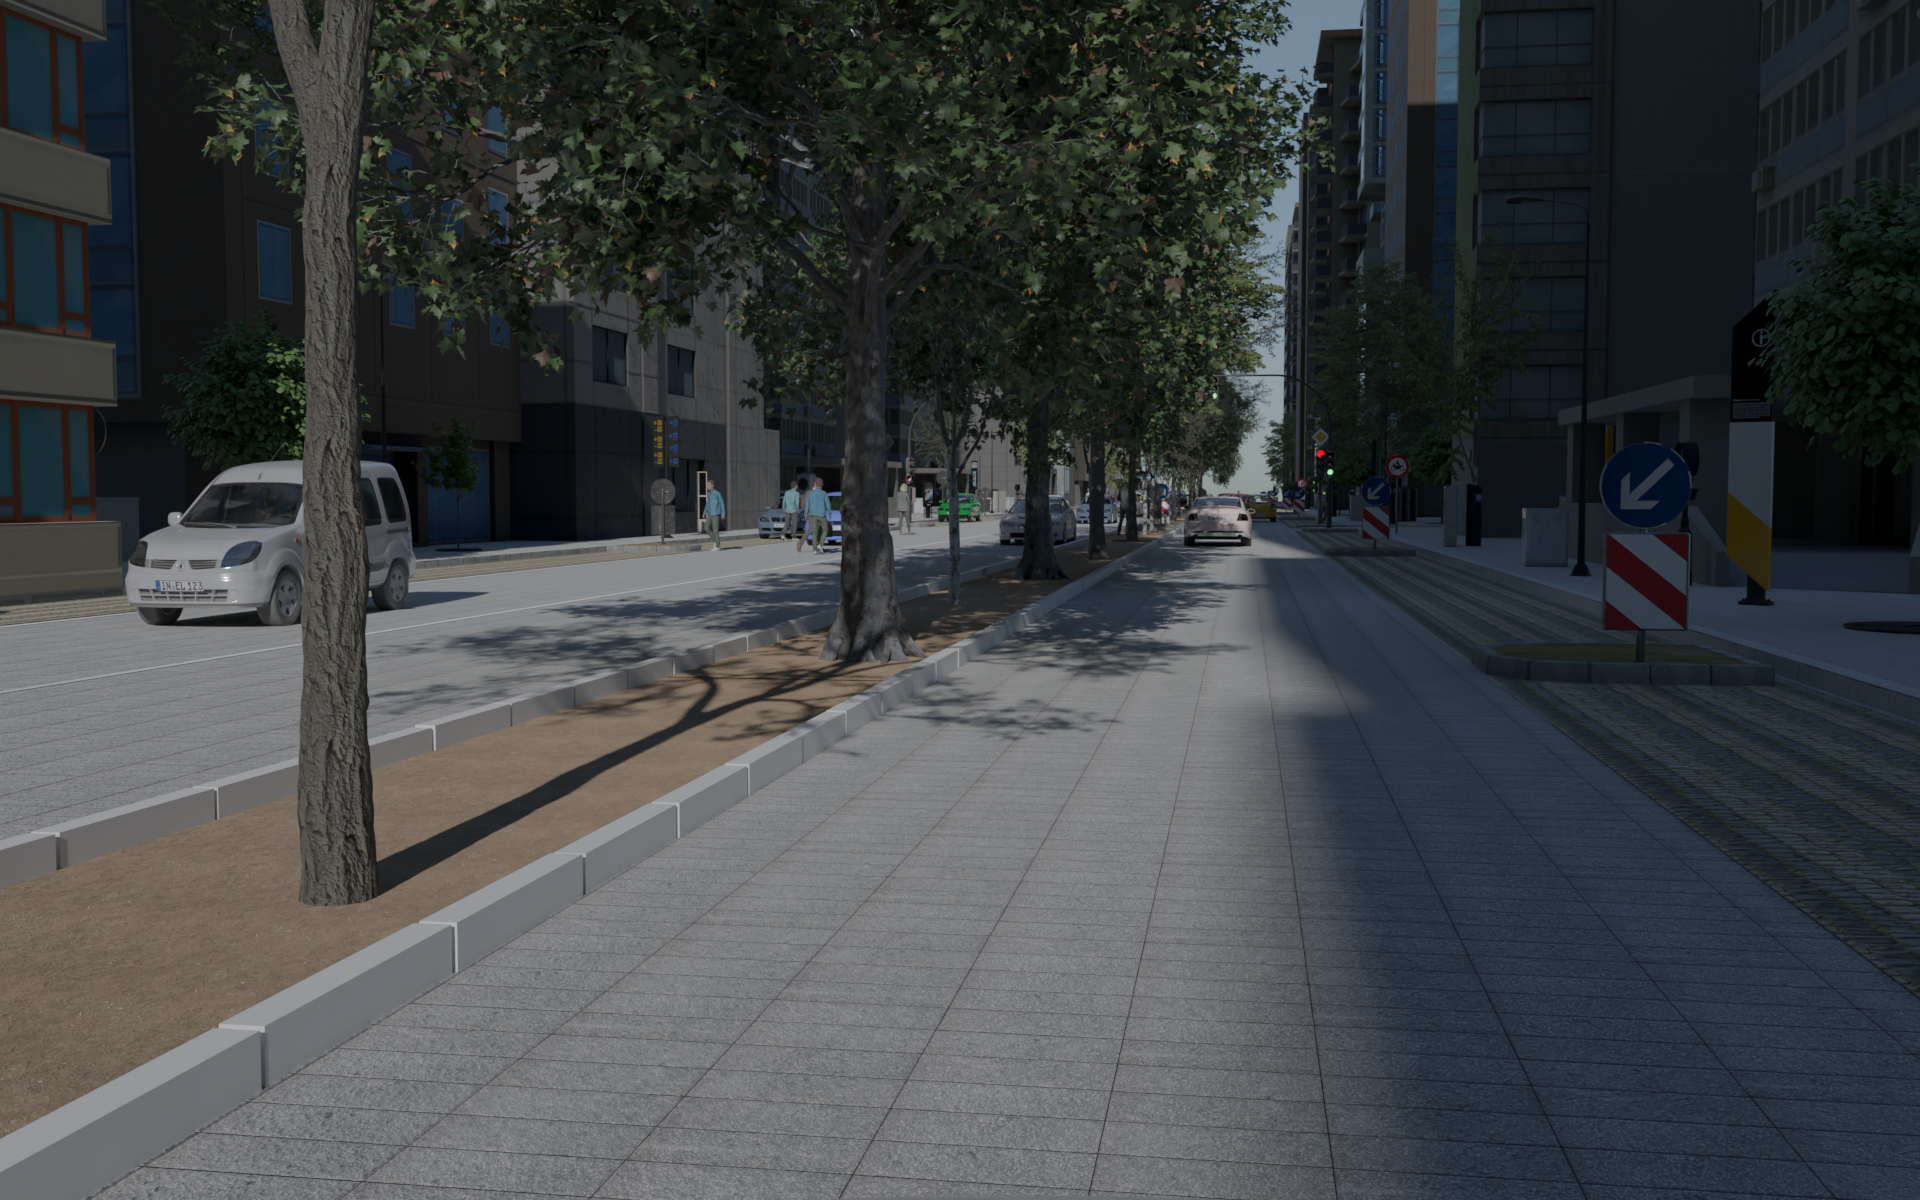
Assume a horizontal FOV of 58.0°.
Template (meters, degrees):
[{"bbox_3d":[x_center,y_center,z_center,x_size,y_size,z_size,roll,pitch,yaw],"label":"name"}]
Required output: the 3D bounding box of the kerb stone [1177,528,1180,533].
[{"bbox_3d":[7.625,-2.392,61.375,0.120,0.150,1.000,1,4,9],"label":"kerb stone"}]

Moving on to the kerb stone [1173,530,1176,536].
[{"bbox_3d":[6.971,-2.149,57.334,0.120,0.150,1.000,1,4,9],"label":"kerb stone"}]

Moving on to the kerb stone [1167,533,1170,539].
[{"bbox_3d":[6.300,-1.901,53.277,0.120,0.150,1.000,1,4,9],"label":"kerb stone"}]

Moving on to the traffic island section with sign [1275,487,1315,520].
[{"bbox_3d":[18.540,-5.309,95.428,1.989,1.847,2.006,1,4,9],"label":"traffic island section with sign"}]

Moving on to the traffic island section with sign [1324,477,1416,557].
[{"bbox_3d":[9.550,-1.949,40.495,1.989,1.847,2.006,1,4,9],"label":"traffic island section with sign"}]

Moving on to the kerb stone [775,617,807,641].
[{"bbox_3d":[-1.731,0.307,17.176,0.120,0.150,1.000,1,4,9],"label":"kerb stone"}]

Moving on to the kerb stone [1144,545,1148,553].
[{"bbox_3d":[4.314,-1.157,41.118,0.120,0.150,1.000,1,4,9],"label":"kerb stone"}]

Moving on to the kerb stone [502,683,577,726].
[{"bbox_3d":[-2.724,0.678,11.114,0.120,0.150,1.000,1,4,9],"label":"kerb stone"}]

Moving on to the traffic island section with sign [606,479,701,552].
[{"bbox_3d":[-7.601,-2.131,43.467,1.989,1.847,2.006,1,4,9],"label":"traffic island section with sign"}]

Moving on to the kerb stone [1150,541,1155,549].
[{"bbox_3d":[4.813,-1.343,44.149,0.120,0.150,1.000,1,4,9],"label":"kerb stone"}]

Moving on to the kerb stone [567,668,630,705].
[{"bbox_3d":[-2.562,0.617,12.123,0.120,0.150,1.000,1,4,9],"label":"kerb stone"}]

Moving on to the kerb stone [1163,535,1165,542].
[{"bbox_3d":[5.802,-1.715,50.232,0.120,0.150,1.000,1,4,9],"label":"kerb stone"}]

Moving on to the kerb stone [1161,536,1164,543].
[{"bbox_3d":[5.645,-1.653,49.221,0.120,0.150,1.000,1,4,9],"label":"kerb stone"}]

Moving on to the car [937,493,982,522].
[{"bbox_3d":[-0.008,-4.904,88.984,1.959,1.807,4.718,1,4,9],"label":"car"}]

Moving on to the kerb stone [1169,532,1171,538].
[{"bbox_3d":[6.458,-1.961,54.295,0.120,0.150,1.000,1,4,9],"label":"kerb stone"}]

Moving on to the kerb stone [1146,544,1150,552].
[{"bbox_3d":[4.472,-1.219,42.133,0.120,0.150,1.000,1,4,9],"label":"kerb stone"}]

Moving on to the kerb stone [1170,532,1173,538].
[{"bbox_3d":[6.633,-2.025,55.310,0.120,0.150,1.000,1,4,9],"label":"kerb stone"}]

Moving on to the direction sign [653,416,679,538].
[{"bbox_3d":[-8.532,-3.568,50.331,0.876,3.537,0.379,2,4,24],"label":"direction sign"}]

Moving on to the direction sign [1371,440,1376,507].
[{"bbox_3d":[17.560,-4.988,73.548,0.379,3.537,0.876,1,4,23],"label":"direction sign"}]

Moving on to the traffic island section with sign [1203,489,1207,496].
[{"bbox_3d":[20.777,-8.574,148.317,2.006,1.907,1.989,1,4,9],"label":"traffic island section with sign"}]

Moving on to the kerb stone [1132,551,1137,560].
[{"bbox_3d":[3.645,-0.910,37.073,0.120,0.150,1.000,1,4,9],"label":"kerb stone"}]

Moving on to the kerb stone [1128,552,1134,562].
[{"bbox_3d":[3.478,-0.848,36.054,0.120,0.150,1.000,1,4,9],"label":"kerb stone"}]

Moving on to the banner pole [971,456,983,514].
[{"bbox_3d":[1.099,-7.589,114.098,0.863,3.779,0.401,1,4,23],"label":"banner pole"}]

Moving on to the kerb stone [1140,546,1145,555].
[{"bbox_3d":[4.146,-1.095,40.106,0.120,0.150,1.000,1,4,9],"label":"kerb stone"}]

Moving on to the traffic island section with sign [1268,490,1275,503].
[{"bbox_3d":[23.002,-6.976,122.681,1.989,1.847,2.006,1,4,9],"label":"traffic island section with sign"}]

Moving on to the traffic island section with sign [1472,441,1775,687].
[{"bbox_3d":[5.204,-0.322,13.891,1.989,1.847,2.006,1,4,9],"label":"traffic island section with sign"}]

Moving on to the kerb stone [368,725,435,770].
[{"bbox_3d":[-3.060,0.811,9.098,0.120,0.150,1.000,1,4,9],"label":"kerb stone"}]

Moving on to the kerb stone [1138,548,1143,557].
[{"bbox_3d":[3.980,-1.034,39.097,0.120,0.150,1.000,1,4,9],"label":"kerb stone"}]

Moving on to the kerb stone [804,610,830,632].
[{"bbox_3d":[-1.566,0.245,18.185,0.120,0.150,1.000,1,4,9],"label":"kerb stone"}]

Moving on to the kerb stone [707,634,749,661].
[{"bbox_3d":[-2.068,0.431,15.155,0.120,0.150,1.000,1,4,9],"label":"kerb stone"}]

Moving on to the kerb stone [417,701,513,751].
[{"bbox_3d":[-2.887,0.740,10.104,0.120,0.150,1.000,1,4,9],"label":"kerb stone"}]

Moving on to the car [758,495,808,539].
[{"bbox_3d":[-5.255,-2.720,56.472,2.014,1.417,4.499,1,4,9],"label":"car"}]

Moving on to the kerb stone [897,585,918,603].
[{"bbox_3d":[-0.744,-0.059,23.239,0.120,0.150,1.000,1,4,9],"label":"kerb stone"}]

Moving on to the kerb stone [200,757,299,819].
[{"bbox_3d":[-3.224,0.864,8.079,0.120,0.150,1.000,1,4,9],"label":"kerb stone"}]

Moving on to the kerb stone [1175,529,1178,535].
[{"bbox_3d":[7.295,-2.266,59.356,0.120,0.150,1.000,1,4,9],"label":"kerb stone"}]

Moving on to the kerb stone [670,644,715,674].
[{"bbox_3d":[-2.227,0.498,14.144,0.120,0.150,1.000,1,4,9],"label":"kerb stone"}]

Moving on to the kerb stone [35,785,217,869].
[{"bbox_3d":[-3.391,0.926,7.070,0.120,0.150,1.000,1,4,9],"label":"kerb stone"}]

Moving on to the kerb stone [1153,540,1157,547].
[{"bbox_3d":[4.975,-1.405,45.172,0.120,0.150,1.000,1,4,9],"label":"kerb stone"}]

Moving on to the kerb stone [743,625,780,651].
[{"bbox_3d":[-1.899,0.369,16.168,0.120,0.150,1.000,1,4,9],"label":"kerb stone"}]

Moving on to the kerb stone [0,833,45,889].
[{"bbox_3d":[-3.552,0.988,6.054,0.120,0.150,1.000,1,4,9],"label":"kerb stone"}]

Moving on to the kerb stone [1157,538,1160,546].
[{"bbox_3d":[5.306,-1.528,47.204,0.120,0.150,1.000,1,4,9],"label":"kerb stone"}]

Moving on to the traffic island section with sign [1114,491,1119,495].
[{"bbox_3d":[18.266,-11.805,201.640,1.989,1.847,2.006,1,4,9],"label":"traffic island section with sign"}]

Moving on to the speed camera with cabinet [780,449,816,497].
[{"bbox_3d":[-7.408,-5.057,77.018,2.038,3.252,0.660,2,4,28],"label":"speed camera with cabinet"}]

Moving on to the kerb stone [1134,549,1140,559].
[{"bbox_3d":[3.819,-0.964,38.081,0.120,0.150,1.000,1,4,9],"label":"kerb stone"}]

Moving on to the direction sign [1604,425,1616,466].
[{"bbox_3d":[18.124,-3.451,48.416,0.876,3.537,0.379,1,4,13],"label":"direction sign"}]

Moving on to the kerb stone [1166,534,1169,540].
[{"bbox_3d":[6.140,-1.835,52.260,0.120,0.150,1.000,1,4,9],"label":"kerb stone"}]

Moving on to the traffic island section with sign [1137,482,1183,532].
[{"bbox_3d":[7.450,-3.591,66.851,2.006,1.907,1.989,1,4,9],"label":"traffic island section with sign"}]

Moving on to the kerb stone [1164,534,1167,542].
[{"bbox_3d":[5.973,-1.777,51.252,0.120,0.150,1.000,1,4,9],"label":"kerb stone"}]

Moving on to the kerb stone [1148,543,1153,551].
[{"bbox_3d":[4.646,-1.278,43.141,0.120,0.150,1.000,1,4,9],"label":"kerb stone"}]

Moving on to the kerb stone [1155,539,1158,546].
[{"bbox_3d":[5.139,-1.460,46.189,0.120,0.150,1.000,1,4,9],"label":"kerb stone"}]

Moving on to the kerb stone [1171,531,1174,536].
[{"bbox_3d":[6.801,-2.087,56.326,0.120,0.150,1.000,1,4,9],"label":"kerb stone"}]

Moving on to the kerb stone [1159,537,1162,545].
[{"bbox_3d":[5.470,-1.590,48.213,0.120,0.150,1.000,1,4,9],"label":"kerb stone"}]

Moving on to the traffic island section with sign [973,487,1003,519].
[{"bbox_3d":[1.425,-5.508,98.686,1.989,1.847,2.006,1,4,9],"label":"traffic island section with sign"}]

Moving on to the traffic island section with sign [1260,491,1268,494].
[{"bbox_3d":[31.109,-10.006,172.225,1.989,1.847,2.006,1,4,9],"label":"traffic island section with sign"}]

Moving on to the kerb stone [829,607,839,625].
[{"bbox_3d":[-1.403,0.184,19.194,0.120,0.150,1.000,1,4,9],"label":"kerb stone"}]

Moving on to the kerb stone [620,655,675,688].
[{"bbox_3d":[-2.401,0.554,13.133,0.120,0.150,1.000,1,4,9],"label":"kerb stone"}]

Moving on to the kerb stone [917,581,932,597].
[{"bbox_3d":[-0.570,-0.124,24.252,0.120,0.150,1.000,1,4,9],"label":"kerb stone"}]
